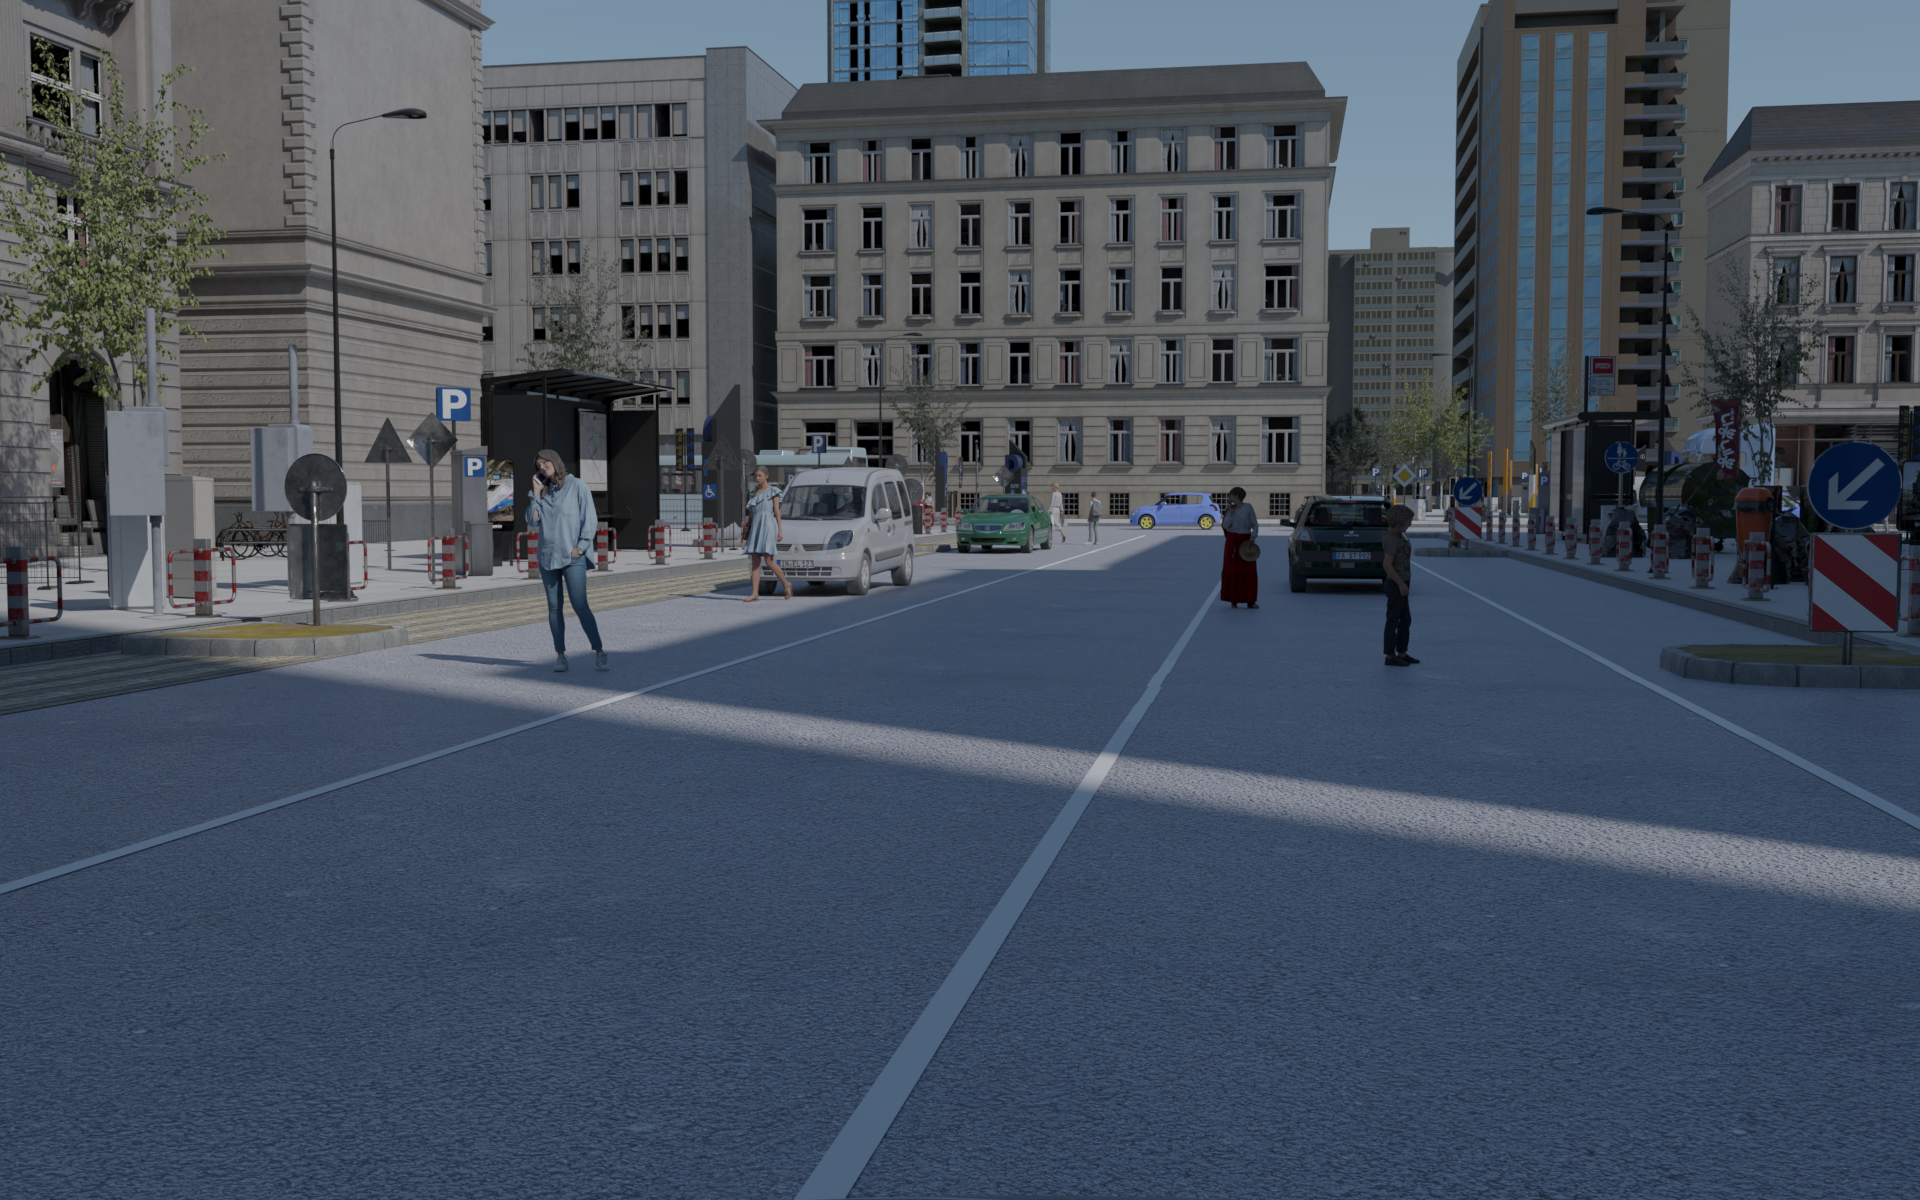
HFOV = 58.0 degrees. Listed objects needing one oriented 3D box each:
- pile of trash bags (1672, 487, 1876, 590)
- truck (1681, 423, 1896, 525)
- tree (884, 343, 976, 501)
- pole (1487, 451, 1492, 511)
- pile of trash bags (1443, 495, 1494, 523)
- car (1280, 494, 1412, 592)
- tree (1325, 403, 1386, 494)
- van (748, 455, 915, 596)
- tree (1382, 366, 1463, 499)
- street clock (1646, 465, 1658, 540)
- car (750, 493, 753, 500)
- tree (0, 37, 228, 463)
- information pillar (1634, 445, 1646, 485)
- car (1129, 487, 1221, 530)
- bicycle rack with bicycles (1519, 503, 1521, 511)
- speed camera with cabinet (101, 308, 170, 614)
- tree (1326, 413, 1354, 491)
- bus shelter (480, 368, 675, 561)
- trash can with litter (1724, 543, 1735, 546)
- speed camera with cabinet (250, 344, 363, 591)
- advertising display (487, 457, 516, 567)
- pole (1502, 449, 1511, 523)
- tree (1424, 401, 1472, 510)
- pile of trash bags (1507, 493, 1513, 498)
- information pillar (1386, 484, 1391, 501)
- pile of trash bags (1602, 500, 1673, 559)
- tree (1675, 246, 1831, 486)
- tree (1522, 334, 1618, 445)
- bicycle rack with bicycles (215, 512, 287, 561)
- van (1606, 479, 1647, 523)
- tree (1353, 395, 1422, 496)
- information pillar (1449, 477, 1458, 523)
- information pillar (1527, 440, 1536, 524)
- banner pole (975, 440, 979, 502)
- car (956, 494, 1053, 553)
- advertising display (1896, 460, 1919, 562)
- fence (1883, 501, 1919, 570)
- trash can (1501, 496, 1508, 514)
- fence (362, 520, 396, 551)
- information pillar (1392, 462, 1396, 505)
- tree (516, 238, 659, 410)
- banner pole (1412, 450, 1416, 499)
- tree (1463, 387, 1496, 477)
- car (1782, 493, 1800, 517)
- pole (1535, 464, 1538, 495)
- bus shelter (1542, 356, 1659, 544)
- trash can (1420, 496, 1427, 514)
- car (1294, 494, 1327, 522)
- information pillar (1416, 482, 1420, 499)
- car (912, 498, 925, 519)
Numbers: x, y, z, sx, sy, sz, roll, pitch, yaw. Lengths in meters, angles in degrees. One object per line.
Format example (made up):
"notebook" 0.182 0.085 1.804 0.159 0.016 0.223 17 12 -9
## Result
"pile of trash bags" 11.800 -0.901 24.483 3.447 1.369 1.912 -3 5 -44
"truck" 36.225 -4.577 64.587 18.799 4.110 2.967 1 4 12
"tree" -1.599 -8.245 85.175 4.360 8.622 3.978 0 3 0
"pole" 25.282 -5.435 82.709 0.158 3.312 0.155 0 3 0
"pile of trash bags" 23.425 -4.265 79.491 1.912 1.369 3.447 2 4 30
"car" 5.903 -1.020 26.464 2.009 1.686 4.222 1 4 10
"tree" 39.556 -14.772 175.937 7.601 10.594 8.767 2 4 27
"van" -1.862 -1.154 25.880 2.013 2.044 4.112 1 4 12
"tree" 26.489 -9.196 100.719 4.737 8.622 4.395 0 3 0
"street clock" 17.224 -2.351 43.008 0.358 2.002 0.471 0 4 -5
"car" -7.499 -3.527 66.465 4.718 1.807 1.959 1 4 9
"tree" -13.711 -4.746 27.964 4.737 8.622 4.395 0 3 0
"information pillar" 32.474 -5.586 82.689 0.504 3.616 0.183 0 4 6
"car" 8.701 -3.701 70.107 3.694 1.707 1.945 1 4 9
"bicycle rack with bicycles" 41.424 -6.862 125.575 2.925 0.926 2.852 -1 4 -15
"speed camera with cabinet" -9.102 -1.513 19.081 0.660 3.252 2.038 -2 4 -26
"tree" 34.640 -12.363 152.502 4.360 8.622 3.978 0 3 0
"bus shelter" -7.700 -2.707 35.542 1.731 3.624 6.357 1 4 10
"trash can with litter" 19.517 -1.932 42.650 1.678 1.210 2.233 2 4 29
"speed camera with cabinet" -8.923 -1.796 23.694 0.660 3.252 2.038 0 4 7
"advertising display" -8.253 -1.547 30.511 0.123 1.923 0.974 3 4 36
"pole" 24.481 -5.133 77.760 0.158 3.312 0.155 0 3 0
"tree" 38.581 -11.462 137.758 4.360 8.622 3.978 0 3 0
"pile of trash bags" 40.596 -7.510 132.543 3.447 1.369 1.912 0 4 -2
"information pillar" 31.439 -7.493 127.009 0.304 2.012 0.304 2 4 26
"pile of trash bags" 14.578 -1.532 34.800 3.447 1.369 1.912 3 5 41
"tree" 23.413 -6.149 50.893 4.360 8.622 3.978 0 3 0
"tree" 27.638 -7.891 79.373 4.360 8.622 3.978 0 3 0
"bicycle rack with bicycles" -13.868 -1.282 34.342 2.925 0.926 2.852 -1 4 -23
"van" 27.508 -3.852 69.987 4.112 2.044 2.013 1 4 10
"tree" 31.918 -10.960 129.560 4.360 8.622 3.978 0 3 0
"information pillar" 21.641 -4.369 75.932 0.304 2.012 0.304 2 4 31
"information pillar" 24.685 -5.100 74.732 0.183 3.616 0.504 0 4 -4
"banner pole" 0.801 -5.549 80.738 0.401 3.779 0.863 1 4 9
"car" 1.167 -1.942 43.555 2.131 1.459 4.920 1 4 12
"advertising display" 18.127 -1.679 32.661 0.974 1.923 0.123 -1 4 -10
"fence" 14.974 -0.994 27.455 2.264 1.192 0.480 0 4 7
"trash can" 35.638 -6.197 112.972 0.748 1.137 0.748 0 3 0
"fence" -13.771 -1.476 39.503 2.069 0.683 0.278 2 4 25
"information pillar" 31.723 -8.269 126.552 0.183 3.616 0.504 0 4 -4
"tree" -11.099 -6.141 50.765 4.360 8.622 3.978 0 3 0
"banner pole" 25.487 -6.565 97.359 0.401 3.779 0.863 2 4 24
"tree" 32.189 -9.900 112.229 4.737 8.622 4.395 0 3 0
"car" 28.302 -3.089 60.101 3.694 1.707 1.945 1 4 12
"pole" 39.086 -7.567 117.567 0.158 3.312 0.155 0 3 0
"bus shelter" 17.542 -4.313 48.153 2.179 5.291 8.768 1 4 10
"trash can" 28.079 -5.743 105.546 0.748 1.137 0.748 0 3 0
"car" 15.155 -3.529 67.491 4.222 1.686 2.009 1 4 11
"information pillar" 27.401 -6.081 103.909 0.304 2.012 0.304 0 4 -4
"car" -4.071 -3.861 71.801 5.304 1.827 2.281 1 4 11
